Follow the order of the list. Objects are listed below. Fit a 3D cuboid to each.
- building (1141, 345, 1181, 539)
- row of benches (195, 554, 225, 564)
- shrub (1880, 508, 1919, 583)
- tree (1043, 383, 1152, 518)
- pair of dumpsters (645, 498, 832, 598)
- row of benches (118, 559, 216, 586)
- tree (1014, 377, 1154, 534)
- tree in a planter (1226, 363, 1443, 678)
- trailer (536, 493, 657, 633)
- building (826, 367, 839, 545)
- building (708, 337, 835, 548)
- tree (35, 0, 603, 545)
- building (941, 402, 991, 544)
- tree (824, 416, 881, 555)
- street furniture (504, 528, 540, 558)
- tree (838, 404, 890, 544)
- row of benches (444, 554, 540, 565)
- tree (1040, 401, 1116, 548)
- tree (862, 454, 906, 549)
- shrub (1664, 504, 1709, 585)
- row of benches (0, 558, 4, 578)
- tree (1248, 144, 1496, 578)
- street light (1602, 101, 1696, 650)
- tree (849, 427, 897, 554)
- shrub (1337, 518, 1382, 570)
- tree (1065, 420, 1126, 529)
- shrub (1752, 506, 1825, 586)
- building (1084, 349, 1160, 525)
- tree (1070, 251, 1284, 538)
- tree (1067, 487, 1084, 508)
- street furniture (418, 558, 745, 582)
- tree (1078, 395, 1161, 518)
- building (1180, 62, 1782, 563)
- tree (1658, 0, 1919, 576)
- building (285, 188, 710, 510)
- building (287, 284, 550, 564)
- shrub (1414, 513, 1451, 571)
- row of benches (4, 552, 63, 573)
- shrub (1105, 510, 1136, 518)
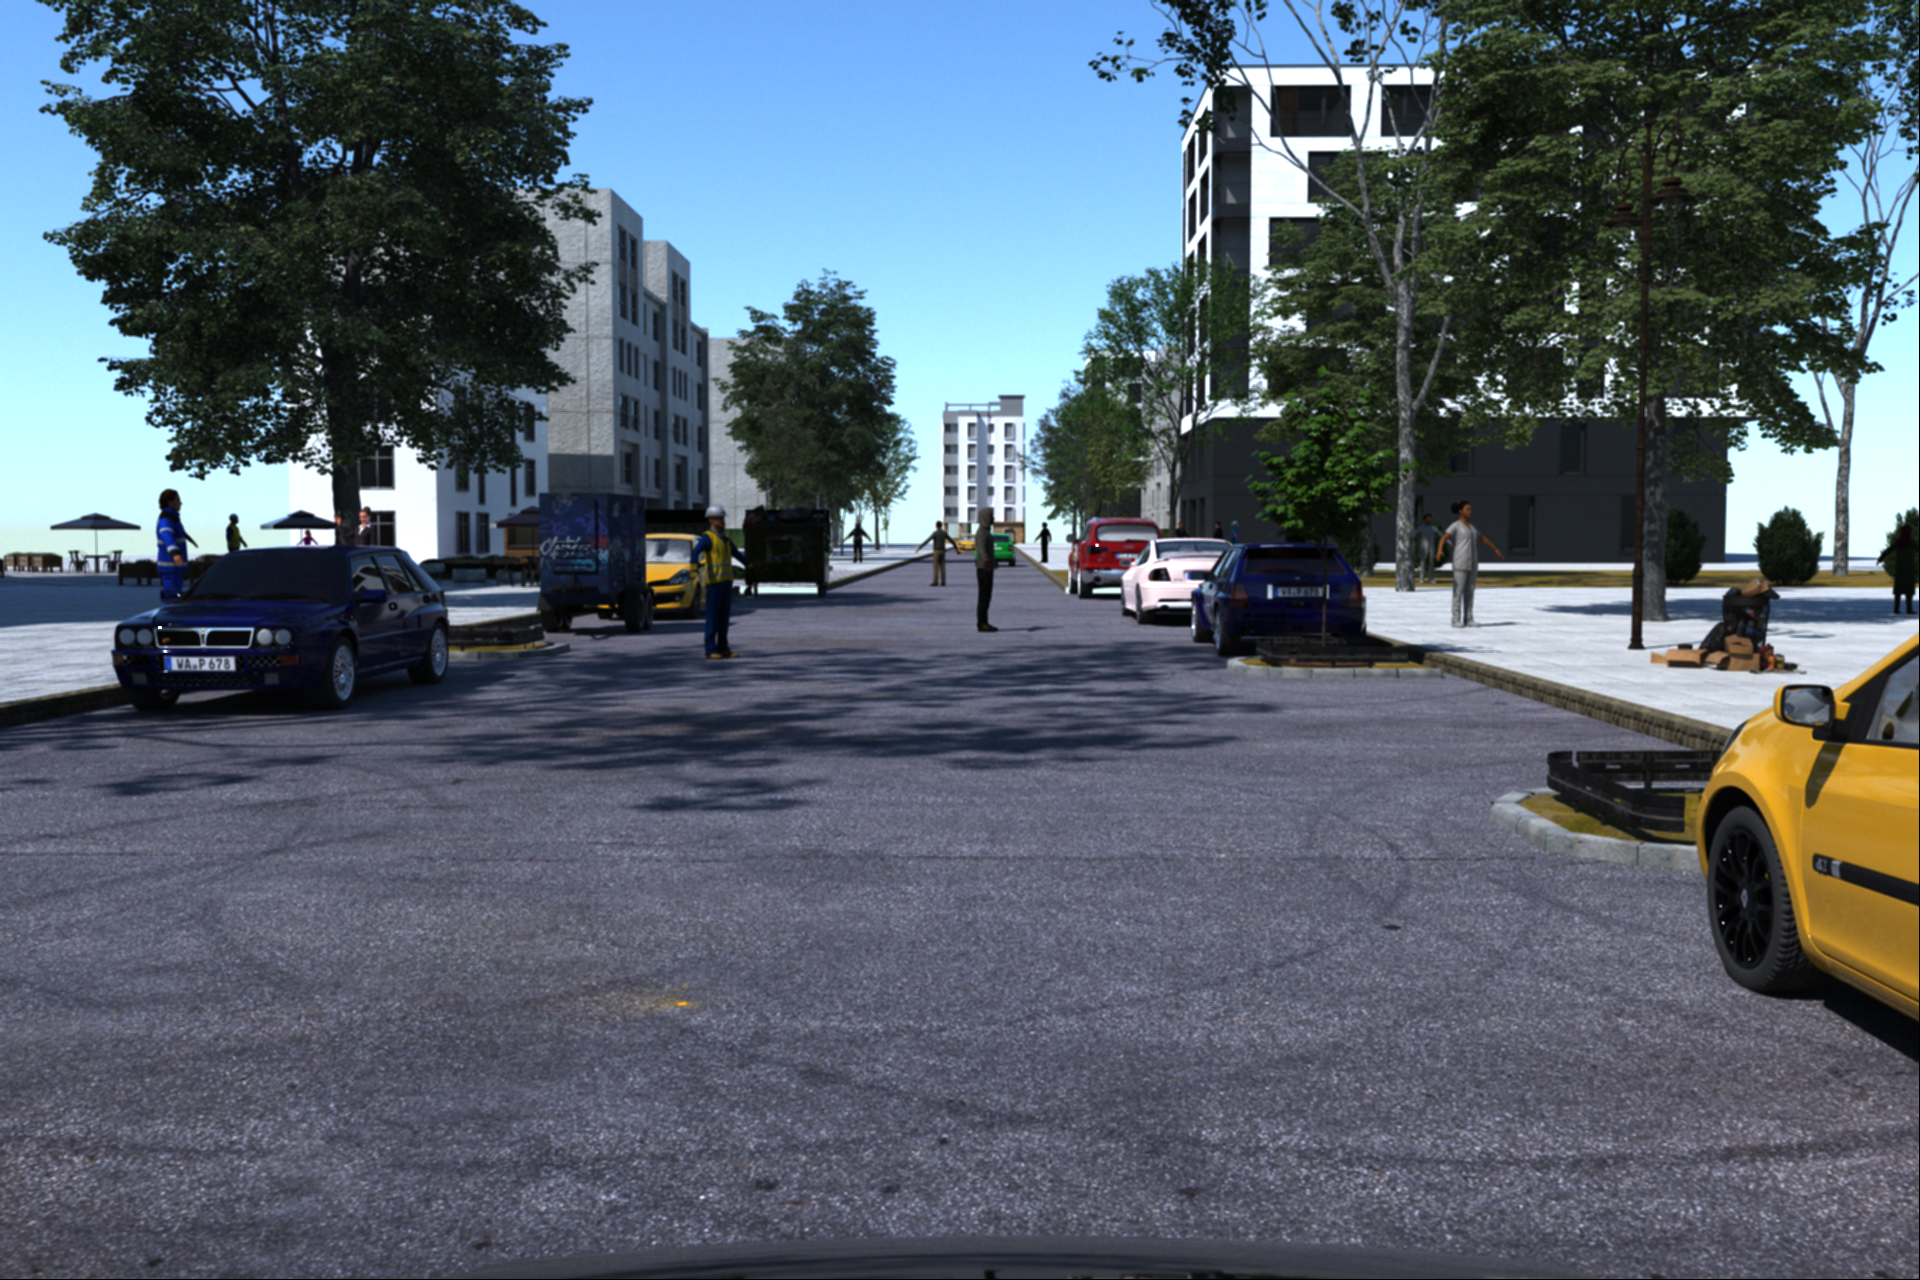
[{"bbox_3d":[27.569,-18.608,170.705,16.747,18.905,31.486,0,4,1],"label":"building"},{"bbox_3d":[-22.437,-2.281,52.753,1.422,0.672,4.104,-3,4,-38],"label":"row of benches"},{"bbox_3d":[25.046,-2.511,45.466,1.690,2.028,1.600,0,3,0],"label":"shrub"},{"bbox_3d":[9.429,-11.779,118.337,9.928,11.665,9.643,0,3,0],"label":"tree"},{"bbox_3d":[-5.154,-2.106,39.387,4.436,2.255,1.574,0,4,1],"label":"pair of dumpsters"},{"bbox_3d":[-19.130,-1.681,42.954,4.104,0.672,1.422,2,4,24],"label":"row of benches"},{"bbox_3d":[9.229,-13.518,131.381,12.009,13.543,11.850,0,3,0],"label":"tree"},{"bbox_3d":[3.836,-1.279,18.131,1.991,3.239,1.994,0,4,2],"label":"tree in a planter"},{"bbox_3d":[-5.347,-1.085,24.781,1.471,1.999,3.904,0,4,1],"label":"trailer"},{"bbox_3d":[-19.795,-20.721,195.213,16.016,20.090,11.380,0,4,1],"label":"building"},{"bbox_3d":[-22.551,-18.675,171.795,16.747,18.905,31.486,0,4,2],"label":"building"},{"bbox_3d":[-11.092,-7.592,30.786,9.857,13.997,8.962,0,3,0],"label":"tree"},{"bbox_3d":[-2.177,-23.248,238.974,11.380,20.090,16.016,0,4,-2],"label":"building"},{"bbox_3d":[-7.048,-9.464,105.094,4.737,8.622,4.395,0,3,0],"label":"tree"},{"bbox_3d":[-11.956,-3.334,61.360,9.812,1.723,11.010,0,4,-7],"label":"street furniture"},{"bbox_3d":[-15.591,-23.260,236.194,12.611,20.169,13.585,0,3,0],"label":"tree"},{"bbox_3d":[-14.067,-2.311,53.244,1.422,0.672,4.104,2,4,35],"label":"row of benches"},{"bbox_3d":[10.118,-14.042,147.713,7.486,12.596,7.792,0,3,0],"label":"tree"},{"bbox_3d":[-6.379,-11.901,144.938,4.737,8.622,4.395,0,3,0],"label":"tree"},{"bbox_3d":[17.940,-2.423,43.662,1.661,2.075,1.752,0,3,0],"label":"shrub"},{"bbox_3d":[-29.268,-2.235,51.999,1.422,0.672,4.104,-2,4,-34],"label":"row of benches"},{"bbox_3d":[12.225,-8.140,51.215,7.486,12.596,7.792,0,3,0],"label":"tree"},{"bbox_3d":[7.536,-2.834,19.118,0.468,5.910,1.993,0,4,1],"label":"street light"},{"bbox_3d":[-6.808,-9.966,113.312,4.360,8.622,3.978,0,3,0],"label":"tree"},{"bbox_3d":[14.102,-3.502,61.304,1.661,2.075,1.752,0,3,0],"label":"shrub"},{"bbox_3d":[8.156,-9.691,108.813,4.360,8.622,3.978,0,3,0],"label":"tree"},{"bbox_3d":[20.594,-2.364,43.070,1.690,2.028,1.600,0,3,0],"label":"shrub"},{"bbox_3d":[28.709,-22.250,207.768,27.936,21.610,32.646,0,4,1],"label":"building"},{"bbox_3d":[7.961,-8.411,63.278,9.928,11.665,9.643,0,3,0],"label":"tree"},{"bbox_3d":[17.383,-18.803,233.185,9.928,11.665,9.643,0,3,0],"label":"tree"},{"bbox_3d":[-11.120,-1.970,47.832,10.072,0.657,5.734,0,4,8],"label":"street furniture"},{"bbox_3d":[8.024,-8.525,89.740,4.737,8.622,4.395,0,3,0],"label":"tree"},{"bbox_3d":[25.431,-15.161,91.862,27.936,21.610,32.646,0,4,1],"label":"building"},{"bbox_3d":[27.743,-12.130,54.214,12.611,20.169,13.585,0,3,0],"label":"tree"},{"bbox_3d":[-25.994,-14.572,104.707,16.747,18.905,31.486,0,4,1],"label":"building"},{"bbox_3d":[-21.651,-7.971,72.481,9.099,9.664,28.070,0,4,2],"label":"building"},{"bbox_3d":[16.176,-3.394,59.912,1.690,2.028,1.600,0,3,0],"label":"shrub"},{"bbox_3d":[-31.548,-2.661,58.966,4.104,0.672,1.422,3,5,45],"label":"row of benches"},{"bbox_3d":[5.131,-3.174,55.940,1.661,2.075,1.752,0,3,0],"label":"shrub"}]
